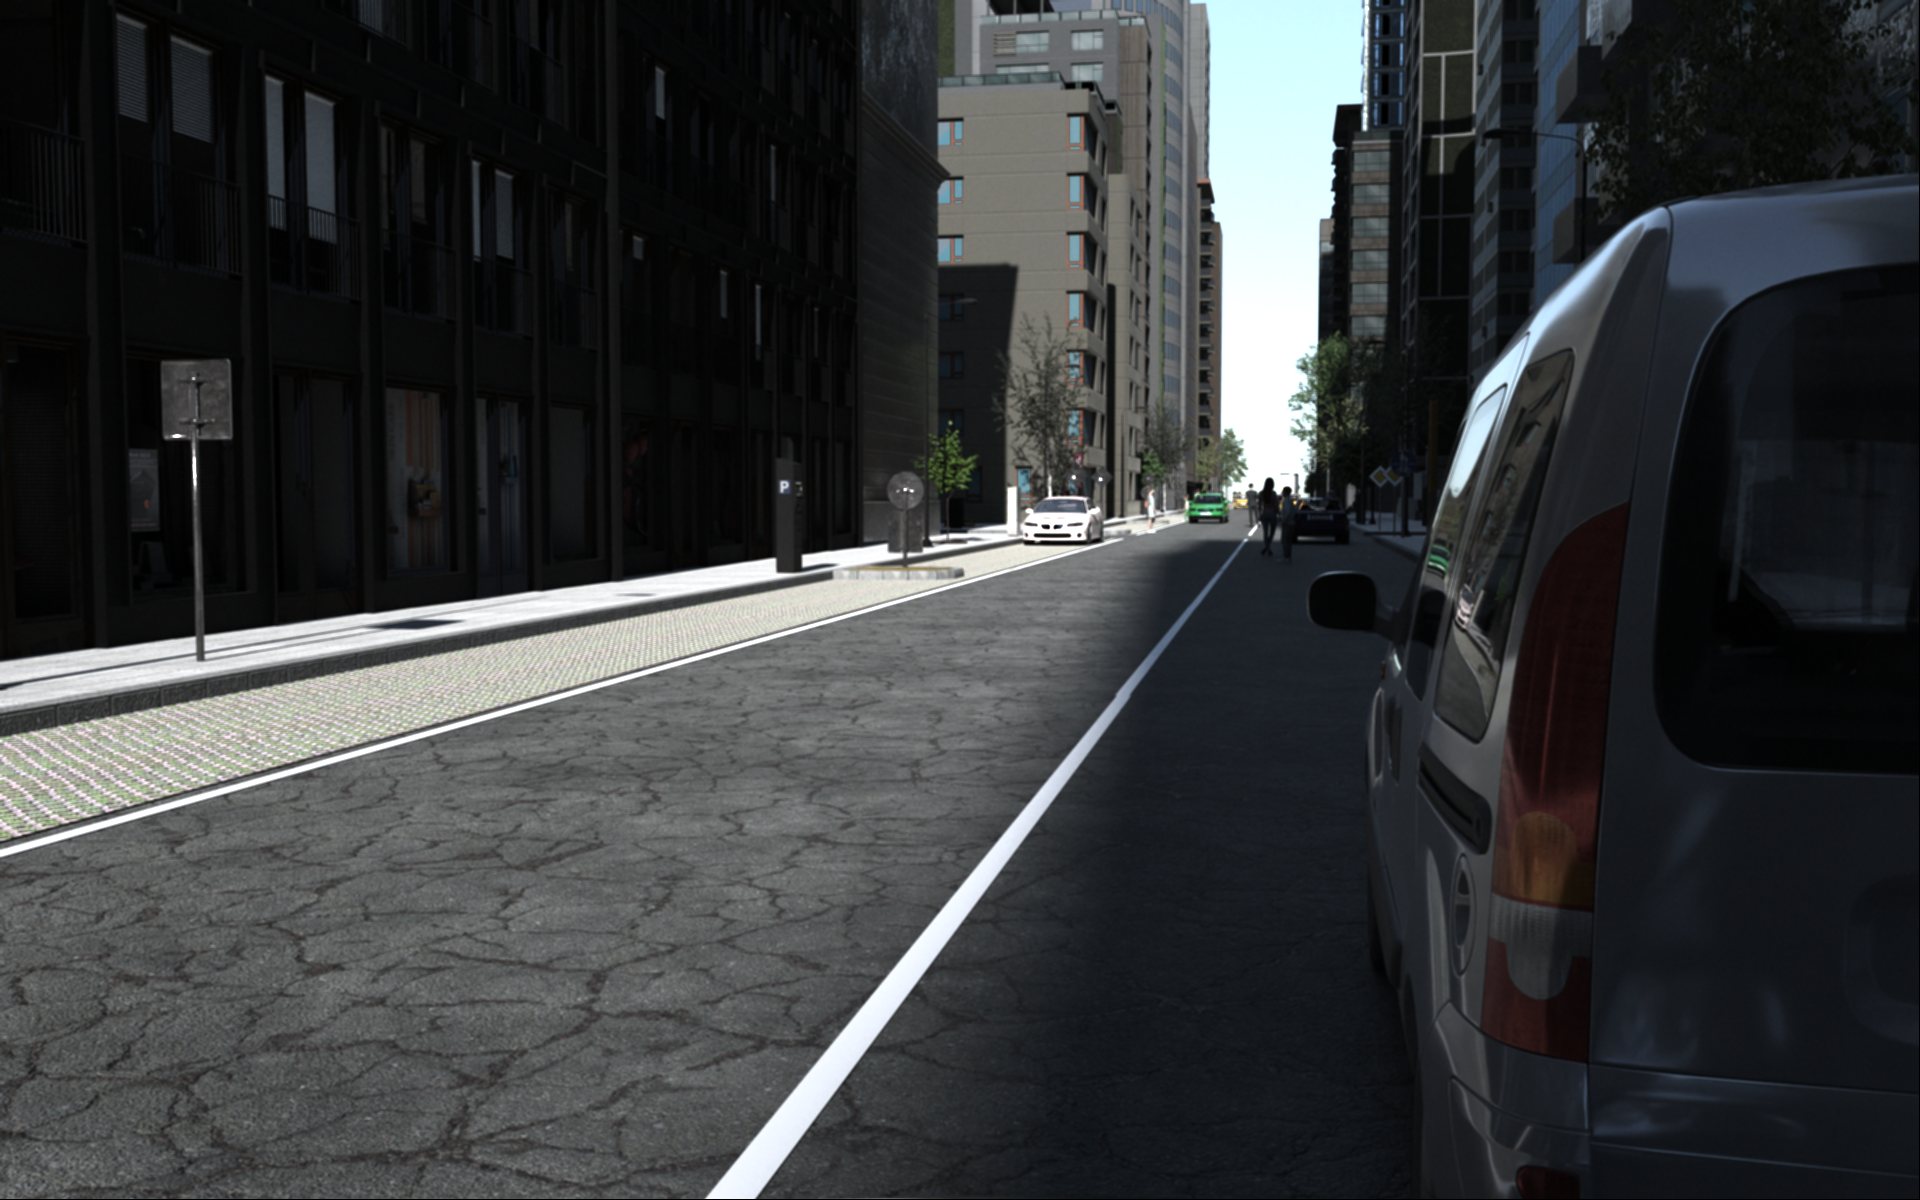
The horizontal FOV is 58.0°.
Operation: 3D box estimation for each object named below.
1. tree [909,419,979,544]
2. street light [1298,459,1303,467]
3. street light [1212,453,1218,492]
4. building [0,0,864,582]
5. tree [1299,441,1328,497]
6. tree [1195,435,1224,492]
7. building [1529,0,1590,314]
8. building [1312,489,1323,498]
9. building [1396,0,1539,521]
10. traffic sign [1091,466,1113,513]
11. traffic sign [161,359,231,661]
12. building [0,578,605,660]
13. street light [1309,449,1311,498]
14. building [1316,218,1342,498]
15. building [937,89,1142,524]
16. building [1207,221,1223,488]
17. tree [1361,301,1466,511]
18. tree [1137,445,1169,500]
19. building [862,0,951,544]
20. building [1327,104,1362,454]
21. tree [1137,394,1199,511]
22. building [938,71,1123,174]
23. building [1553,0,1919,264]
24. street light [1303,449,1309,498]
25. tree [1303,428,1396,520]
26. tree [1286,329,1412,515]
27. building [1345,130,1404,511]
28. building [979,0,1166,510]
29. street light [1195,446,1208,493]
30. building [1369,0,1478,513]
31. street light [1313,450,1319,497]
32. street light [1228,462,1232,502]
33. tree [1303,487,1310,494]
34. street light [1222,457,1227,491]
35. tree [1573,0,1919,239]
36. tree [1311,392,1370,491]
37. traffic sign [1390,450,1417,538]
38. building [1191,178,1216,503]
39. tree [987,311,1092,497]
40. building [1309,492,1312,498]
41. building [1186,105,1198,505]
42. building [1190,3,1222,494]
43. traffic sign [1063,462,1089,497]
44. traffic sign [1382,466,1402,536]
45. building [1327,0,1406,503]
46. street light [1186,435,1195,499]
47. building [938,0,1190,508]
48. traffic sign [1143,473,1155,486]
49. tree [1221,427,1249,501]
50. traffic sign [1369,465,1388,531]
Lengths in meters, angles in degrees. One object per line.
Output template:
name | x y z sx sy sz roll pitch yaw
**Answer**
tree | -0.213 -3.083 45.005 1.663 3.219 1.824 0 3 0
street light | 45.837 -15.701 229.258 1.470 5.913 1.316 1 4 10
street light | 28.934 -13.804 198.235 1.470 5.913 1.316 1 4 10
building | -9.802 -12.509 34.208 12.332 23.373 15.834 1 4 10
tree | 44.934 -16.432 219.018 4.360 8.622 3.978 0 3 0
tree | 29.862 -15.911 210.508 4.737 8.622 4.395 0 3 0
building | 29.824 -25.355 64.666 14.200 45.320 14.600 1 4 10
building | 65.338 -33.299 236.322 32.217 40.220 23.993 1 4 10
building | 39.135 -24.136 86.512 32.217 40.220 23.993 1 4 10
traffic sign | 5.084 -3.572 62.048 0.795 2.450 0.064 1 4 10
traffic sign | -5.823 -0.678 13.217 0.606 2.300 0.079 1 4 15
building | -12.438 -11.524 18.095 12.332 23.373 15.834 1 4 10
street light | 30.822 -10.738 148.106 1.470 5.913 1.316 1 4 10
building | 60.153 -35.065 256.901 14.154 41.232 14.086 1 4 10
building | -5.483 -15.034 90.852 27.650 21.520 28.899 1 4 10
building | 34.670 -38.339 276.955 14.600 45.320 14.200 1 4 10
tree | 17.373 -7.139 67.078 4.360 8.622 3.978 0 3 0
tree | 12.232 -8.087 115.928 4.285 4.588 4.351 0 3 0
building | -13.552 -15.442 49.745 25.104 27.353 12.463 1 4 10
building | 52.142 -32.803 190.953 22.147 44.769 28.867 1 4 10
tree | 15.700 -11.120 132.177 4.360 8.622 3.978 0 3 0
building | 3.817 -21.469 122.723 14.160 30.474 14.107 1 4 10
building | 24.386 -25.268 32.742 23.786 49.044 30.456 1 4 10
street light | 36.517 -12.637 179.148 1.470 5.913 1.316 1 4 10
tree | 19.848 -6.249 85.882 4.285 4.588 4.351 0 3 0
tree | 24.094 -11.153 108.111 9.928 11.665 9.643 0 3 0
building | 38.417 -22.513 139.782 14.160 30.474 14.107 1 4 10
building | 9.502 -28.180 144.329 14.154 41.232 14.086 1 4 10
street light | 23.298 -11.964 168.156 1.470 5.913 1.316 1 4 10
building | 39.684 -41.663 119.441 20.563 71.187 20.611 1 4 10
street light | 28.119 -9.840 133.427 1.470 5.913 1.316 1 4 10
street light | 38.346 -16.921 249.204 1.470 5.913 1.316 1 4 10
tree | 53.063 -16.487 264.167 1.663 3.219 1.824 0 3 0
street light | 32.797 -15.084 219.160 1.470 5.913 1.316 1 4 10
tree | 8.165 -4.125 17.805 4.737 8.622 4.395 0 3 0
tree | 27.208 -10.635 124.238 4.737 8.622 4.395 0 3 0
traffic sign | 12.858 -3.066 50.228 0.768 2.556 0.104 1 4 17
building | 23.226 -35.550 235.874 22.147 44.769 28.867 1 4 10
tree | 3.407 -7.237 68.690 4.360 8.622 3.978 0 3 0
building | 72.250 -35.692 275.437 32.217 40.220 23.993 1 4 10
building | 19.999 -33.645 200.202 14.600 45.320 14.200 1 4 10
building | 28.967 -50.233 259.553 20.563 71.187 20.611 1 4 10
traffic sign | 3.625 -3.092 54.197 0.795 2.450 0.064 1 4 10
traffic sign | 13.153 -2.983 52.412 0.795 2.450 0.064 1 4 10
building | 46.171 -51.799 159.589 22.319 86.520 31.000 1 4 10
street light | 17.649 -10.083 137.402 1.470 5.913 1.316 1 4 10
building | 10.490 -38.109 165.089 21.231 58.520 28.212 1 4 10
traffic sign | 11.580 -6.492 106.257 0.768 2.556 0.104 1 4 19
tree | 45.189 -22.928 292.994 7.486 12.596 7.792 0 3 0
traffic sign | 14.612 -3.463 60.263 0.795 2.450 0.064 1 4 10
